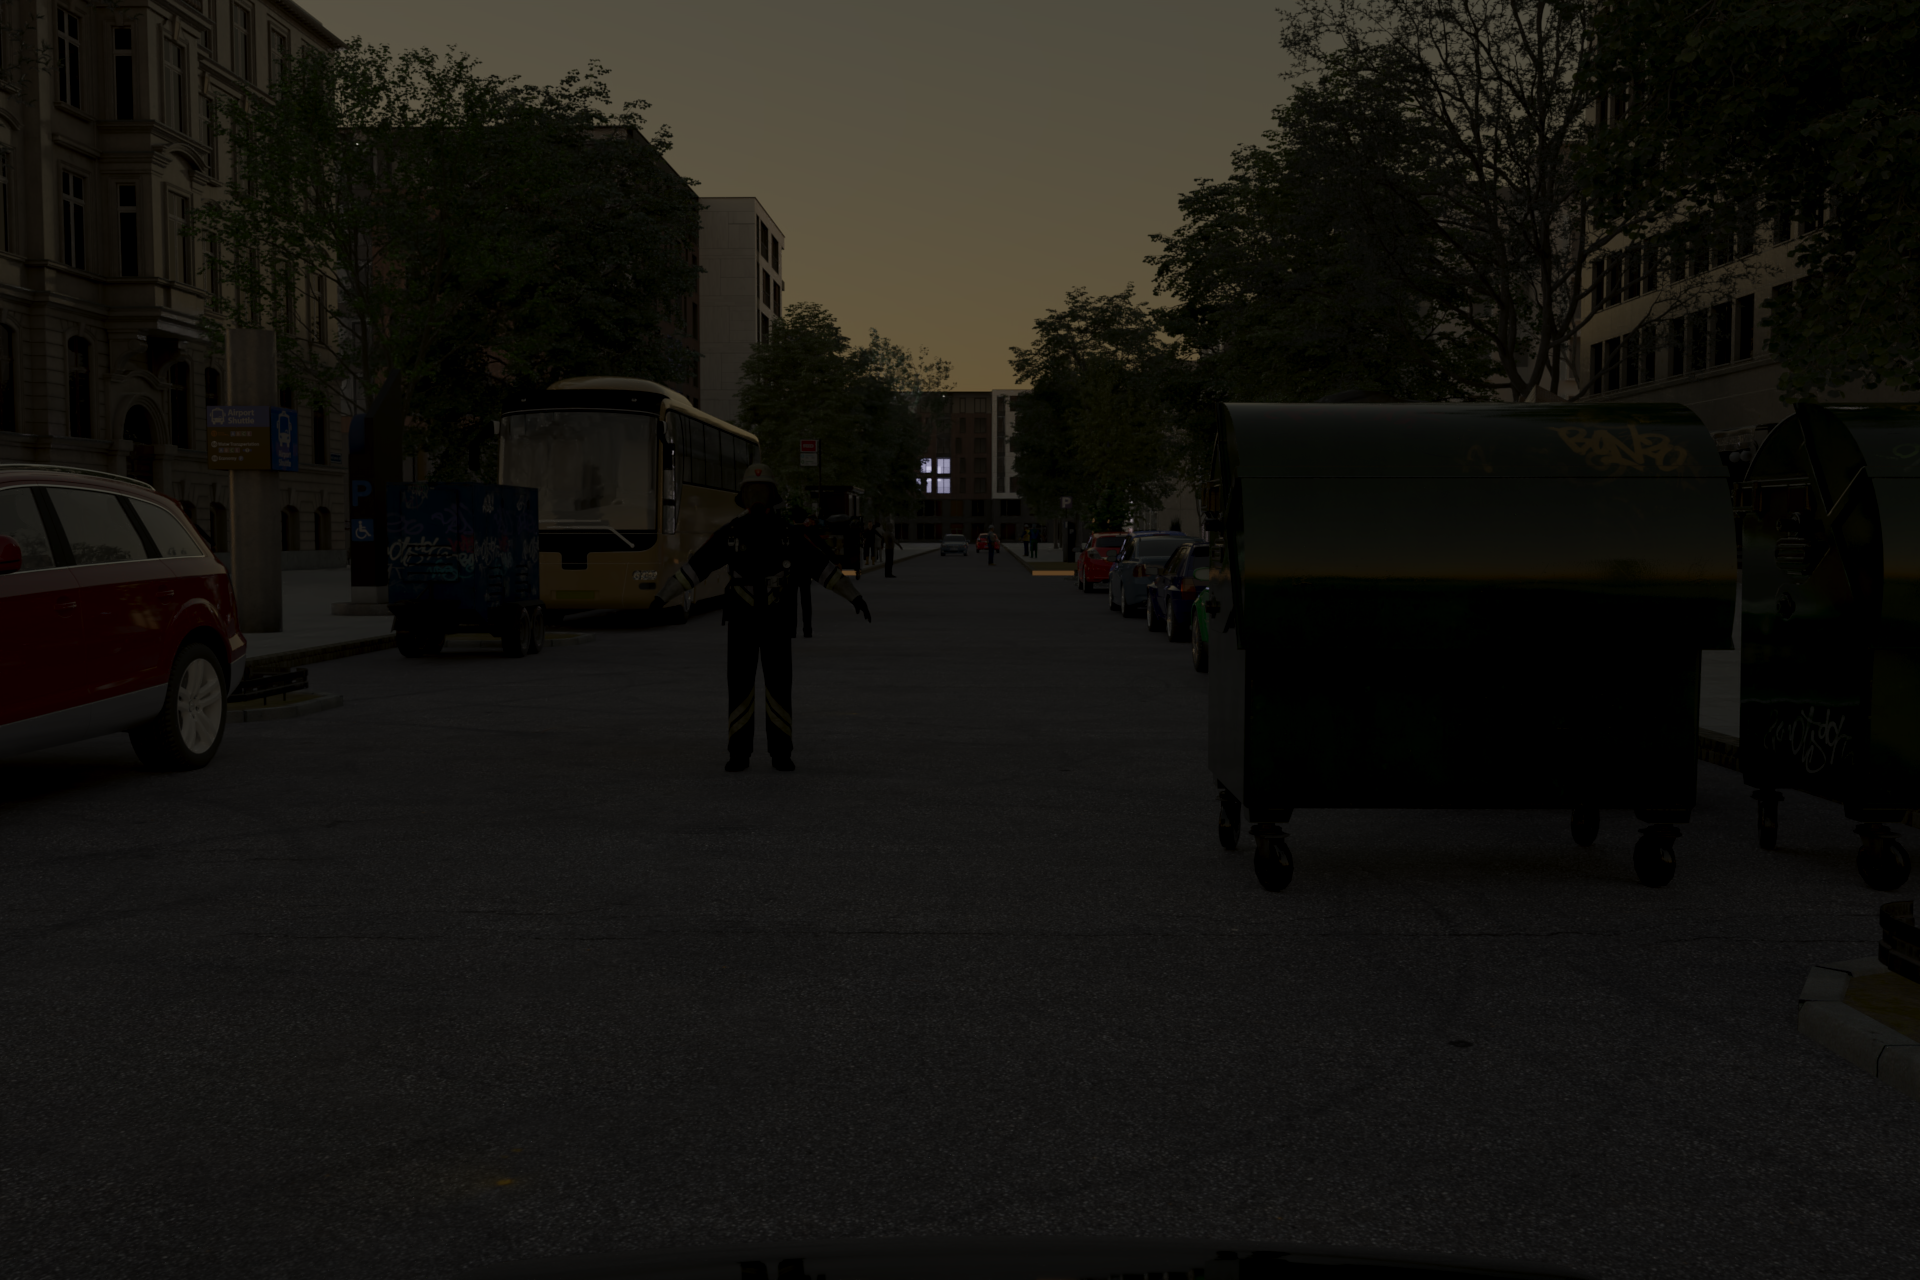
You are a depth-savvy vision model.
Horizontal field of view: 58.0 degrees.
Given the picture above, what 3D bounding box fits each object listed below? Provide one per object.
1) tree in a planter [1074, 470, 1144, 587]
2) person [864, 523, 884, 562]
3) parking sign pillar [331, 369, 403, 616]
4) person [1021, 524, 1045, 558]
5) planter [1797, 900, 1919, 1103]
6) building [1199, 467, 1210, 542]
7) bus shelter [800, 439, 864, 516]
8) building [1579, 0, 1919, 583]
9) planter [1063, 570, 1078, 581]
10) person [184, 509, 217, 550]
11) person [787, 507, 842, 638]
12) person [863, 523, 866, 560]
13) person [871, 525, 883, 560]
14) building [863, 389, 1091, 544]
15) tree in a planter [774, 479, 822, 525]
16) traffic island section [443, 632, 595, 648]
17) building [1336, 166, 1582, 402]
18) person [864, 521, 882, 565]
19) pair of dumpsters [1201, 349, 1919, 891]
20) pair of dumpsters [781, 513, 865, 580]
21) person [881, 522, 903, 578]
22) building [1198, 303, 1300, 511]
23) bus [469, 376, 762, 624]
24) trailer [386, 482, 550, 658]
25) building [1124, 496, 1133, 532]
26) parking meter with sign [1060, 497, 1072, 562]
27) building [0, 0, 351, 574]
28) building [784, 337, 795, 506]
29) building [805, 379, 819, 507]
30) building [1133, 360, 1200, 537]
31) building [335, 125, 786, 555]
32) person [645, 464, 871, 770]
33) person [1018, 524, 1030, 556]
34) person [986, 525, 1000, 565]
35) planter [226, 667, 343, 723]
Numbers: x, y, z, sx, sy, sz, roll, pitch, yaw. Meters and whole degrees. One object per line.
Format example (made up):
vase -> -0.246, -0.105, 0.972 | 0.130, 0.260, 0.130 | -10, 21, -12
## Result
tree in a planter -> 4.181, -3.115, 48.149 | 1.991, 3.239, 1.994 | 0, 4, 1
person -> -3.744, -4.470, 79.270 | 1.347, 1.806, 0.705 | 0, 4, -3
parking sign pillar -> -9.328, -2.399, 27.690 | 1.447, 3.967, 1.447 | 0, 4, 2
person -> 3.880, -5.204, 91.214 | 1.347, 1.817, 0.704 | -1, 4, -22
planter -> 3.408, 1.012, 4.598 | 1.991, 0.319, 1.994 | 0, 3, 0
building -> 21.794, -10.459, 113.147 | 9.099, 9.664, 28.070 | 0, 4, 1
bus shelter -> -5.617, -6.012, 75.929 | 2.179, 5.291, 8.768 | 0, 4, 1
building -> 29.749, -14.458, 38.553 | 24.374, 26.755, 37.873 | 0, 4, 1
planter -> 4.243, -2.026, 54.264 | 1.991, 0.319, 1.994 | 0, 4, 1
person -> -16.843, -1.940, 37.761 | 1.345, 1.823, 0.704 | -3, 5, -45
person -> -2.240, -0.938, 23.981 | 1.347, 1.806, 0.705 | -2, 4, -24
person -> -4.725, -4.813, 84.627 | 1.347, 1.837, 0.705 | 2, 4, 30
person -> -4.246, -4.844, 85.924 | 1.216, 1.740, 0.721 | 0, 4, -5
building -> 2.273, -25.085, 256.568 | 32.646, 21.610, 27.936 | 0, 4, 0
tree in a planter -> -5.350, -3.620, 56.409 | 1.991, 3.239, 1.994 | 0, 4, 1
traffic island section -> -5.909, 0.002, 22.835 | 1.991, 0.108, 1.994 | 0, 4, 2
building -> 25.808, -14.631, 95.631 | 16.016, 20.090, 11.380 | 0, 4, 1
person -> -3.719, -4.010, 71.699 | 1.346, 1.812, 0.704 | 0, 4, 6
pair of dumpsters -> 3.264, -0.150, 7.403 | 4.436, 2.255, 1.574 | 0, 4, 1
pair of dumpsters -> -5.212, -3.011, 54.183 | 4.436, 2.255, 1.574 | 0, 4, 1
person -> -2.298, -2.960, 56.978 | 0.705, 1.813, 1.348 | -2, 4, -32
building -> 24.969, -17.502, 142.576 | 16.016, 20.090, 11.380 | 0, 4, 1
bus -> -5.499, -2.398, 30.749 | 2.896, 3.916, 12.252 | 0, 4, 1
trailer -> -5.771, -0.773, 19.688 | 1.471, 1.999, 3.904 | 0, 4, 1
building -> 24.942, -17.377, 226.264 | 9.099, 9.664, 28.070 | 0, 4, 1
parking meter with sign -> 4.925, -5.108, 79.778 | 0.543, 3.016, 1.738 | 0, 4, 1
building -> -28.699, -14.021, 48.329 | 14.460, 24.649, 34.723 | 0, 4, 1
building -> -22.451, -18.613, 135.244 | 19.493, 23.208, 18.063 | 0, 4, 2
building -> -24.550, -20.071, 194.623 | 16.747, 18.905, 31.486 | 0, 4, 1
building -> 28.071, -19.464, 184.695 | 16.747, 18.905, 31.486 | 0, 4, 1
building -> -26.370, -15.871, 103.472 | 27.936, 21.610, 32.646 | 0, 4, 2
person -> -1.219, -0.140, 10.519 | 1.354, 1.856, 0.705 | 0, 4, -5
person -> 3.780, -5.717, 99.440 | 0.705, 1.833, 1.349 | 2, 4, 31
person -> 1.456, -4.329, 79.091 | 0.705, 1.847, 1.347 | -1, 4, -22
planter -> -6.154, 0.437, 13.990 | 1.991, 0.319, 1.994 | 0, 4, 2
